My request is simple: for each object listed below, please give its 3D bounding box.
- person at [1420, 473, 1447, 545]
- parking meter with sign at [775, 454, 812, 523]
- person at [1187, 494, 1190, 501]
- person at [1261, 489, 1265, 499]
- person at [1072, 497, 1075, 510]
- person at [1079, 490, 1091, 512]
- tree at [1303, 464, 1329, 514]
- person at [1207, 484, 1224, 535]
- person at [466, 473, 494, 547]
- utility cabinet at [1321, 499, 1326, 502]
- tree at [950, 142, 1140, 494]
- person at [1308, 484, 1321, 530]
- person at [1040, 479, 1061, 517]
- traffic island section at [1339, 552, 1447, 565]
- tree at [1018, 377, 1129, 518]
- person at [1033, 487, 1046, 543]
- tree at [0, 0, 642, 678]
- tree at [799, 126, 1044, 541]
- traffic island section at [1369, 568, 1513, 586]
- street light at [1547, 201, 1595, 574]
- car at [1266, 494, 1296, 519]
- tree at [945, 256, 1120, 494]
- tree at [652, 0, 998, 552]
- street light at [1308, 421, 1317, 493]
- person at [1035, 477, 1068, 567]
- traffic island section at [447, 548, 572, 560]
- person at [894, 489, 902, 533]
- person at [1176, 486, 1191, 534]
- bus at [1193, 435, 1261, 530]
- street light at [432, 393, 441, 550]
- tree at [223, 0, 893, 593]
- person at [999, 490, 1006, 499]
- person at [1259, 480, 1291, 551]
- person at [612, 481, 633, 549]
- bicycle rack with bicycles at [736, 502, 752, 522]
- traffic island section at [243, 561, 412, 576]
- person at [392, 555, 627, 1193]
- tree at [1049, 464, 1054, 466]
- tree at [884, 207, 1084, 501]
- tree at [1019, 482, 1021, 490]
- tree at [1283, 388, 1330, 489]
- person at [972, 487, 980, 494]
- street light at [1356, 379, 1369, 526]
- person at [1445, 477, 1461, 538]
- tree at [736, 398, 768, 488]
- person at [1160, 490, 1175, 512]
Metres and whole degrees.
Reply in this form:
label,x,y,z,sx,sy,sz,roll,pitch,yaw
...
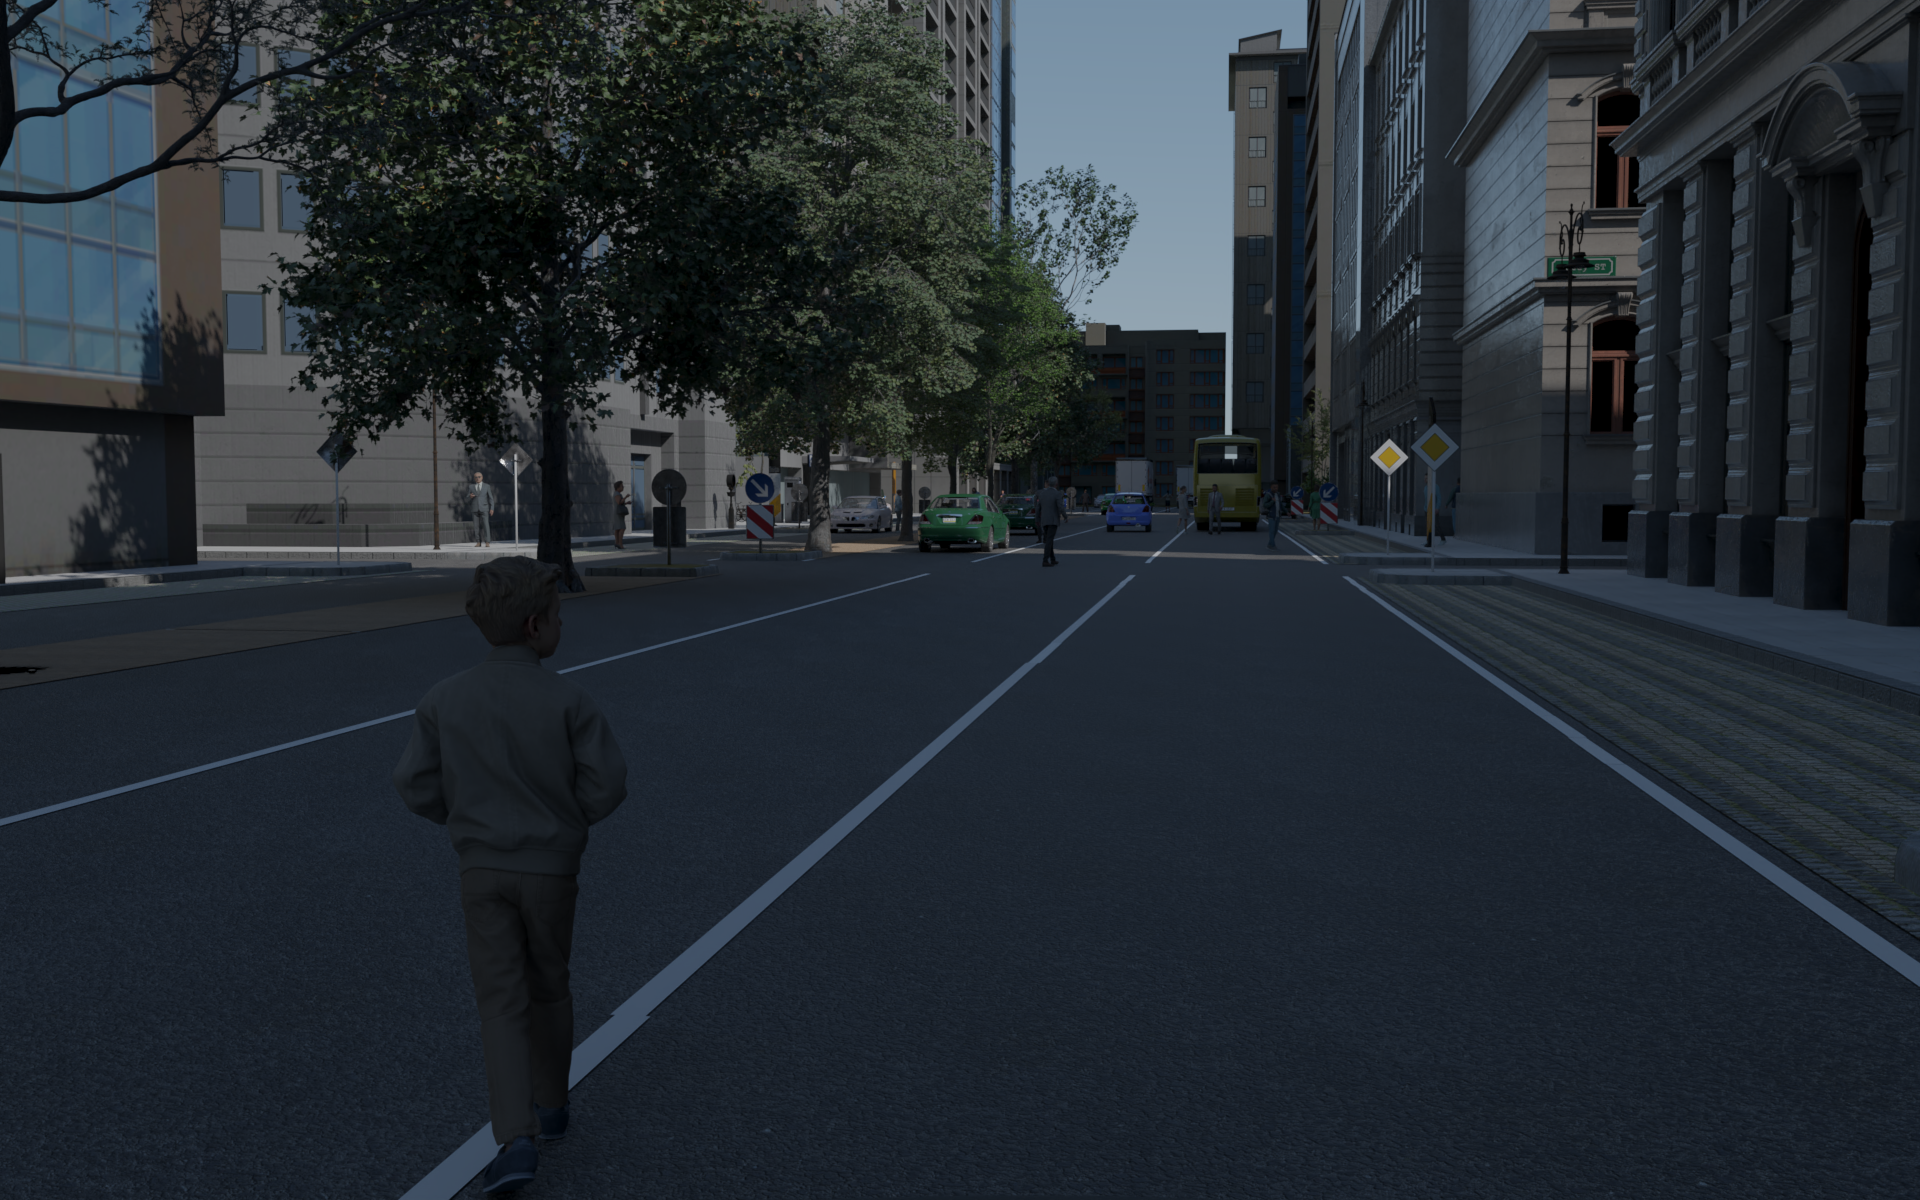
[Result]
label,x,y,z,sx,sy,sz,roll,pitch,yaw
person,11.889,-2.284,43.408,0.620,1.820,0.660,-2,4,-24
parking meter with sign,-7.366,-4.902,76.403,1.738,3.016,0.543,1,4,16
person,20.822,-9.008,159.010,0.697,1.427,0.421,3,4,37
person,22.804,-7.468,130.557,0.705,1.831,1.348,3,5,44
person,10.361,-9.049,157.913,0.415,1.643,0.593,-3,5,-42
person,9.918,-7.861,137.578,0.990,1.755,0.434,-1,4,-14
tree,22.684,-7.162,111.693,1.663,3.219,1.824,0,3,0
person,9.024,-3.205,61.168,0.678,1.792,0.850,2,4,26
person,-11.603,-2.179,41.839,0.661,1.801,0.590,-1,4,-8
utility cabinet,22.237,-5.874,104.720,0.318,1.500,1.173,3,5,43
tree,2.874,-14.350,92.965,12.611,20.169,13.585,0,3,0
person,13.029,-3.336,63.298,0.600,1.795,0.529,0,4,4
person,2.479,-2.457,48.532,0.638,1.841,0.748,1,4,23
traffic island section,9.029,-0.863,36.385,2.009,0.180,2.903,1,4,9
tree,6.007,-10.234,104.192,8.767,10.594,7.601,1,4,9
person,2.452,-2.555,50.455,0.592,1.802,0.473,2,4,28
tree,-7.886,-6.138,13.187,12.009,13.543,11.850,0,3,0
tree,-1.653,-8.063,52.408,7.486,12.596,7.792,0,3,0
traffic island section,7.819,-0.380,28.492,2.009,0.180,2.903,1,4,9
street light,9.726,-3.360,27.720,0.468,5.910,1.993,1,4,9
car,18.581,-5.530,100.196,2.009,1.686,4.222,1,4,10
tree,2.622,-9.929,81.803,9.611,12.733,9.660,0,3,0
tree,-3.496,-8.161,42.542,9.857,13.997,8.962,0,3,0
street light,22.221,-8.353,109.357,0.468,5.910,1.993,1,4,9
person,1.848,-1.559,34.394,0.661,1.777,0.834,2,4,32
traffic island section,-10.089,-1.042,39.310,2.009,0.180,2.903,1,4,9
person,-2.253,-3.276,63.876,0.330,1.601,0.589,0,4,-4
person,7.962,-3.214,61.800,0.466,1.731,0.760,2,4,27
bus,10.955,-4.865,71.084,2.896,3.916,12.252,1,4,9
street light,-12.053,-4.094,39.723,0.468,5.910,1.993,1,4,9
tree,-5.884,-6.456,25.018,9.611,12.733,9.660,0,3,0
person,3.111,-7.178,126.780,0.541,1.710,0.530,2,4,31
person,7.889,-2.125,43.584,0.721,1.781,0.623,3,4,38
person,-8.713,-2.195,44.752,0.532,1.782,0.716,-1,4,-10
bicycle rack with bicycles,-10.304,-4.053,79.643,2.925,0.926,2.852,1,4,15
traffic island section,-11.299,-0.559,31.417,2.009,0.180,2.903,1,4,9
person,-0.949,0.557,3.670,0.475,1.303,0.640,-1,4,-18
tree,5.468,-14.911,161.925,7.486,12.596,7.792,0,3,0
tree,-0.205,-8.188,62.085,9.928,11.665,9.643,0,3,0
tree,4.729,-9.925,156.880,1.663,3.219,1.824,0,3,0
tree,24.207,-10.162,116.517,4.737,8.622,4.395,0,3,0
person,0.909,-5.199,93.775,0.793,1.790,0.793,0,4,4
street light,16.238,-5.941,69.919,0.468,5.910,1.993,1,4,9
person,14.485,-2.684,50.269,0.623,1.781,0.721,-1,4,-16
tree,-8.515,-7.426,71.778,4.737,8.622,4.395,0,3,0
person,16.440,-7.823,137.192,1.217,1.735,0.721,-1,4,-9
